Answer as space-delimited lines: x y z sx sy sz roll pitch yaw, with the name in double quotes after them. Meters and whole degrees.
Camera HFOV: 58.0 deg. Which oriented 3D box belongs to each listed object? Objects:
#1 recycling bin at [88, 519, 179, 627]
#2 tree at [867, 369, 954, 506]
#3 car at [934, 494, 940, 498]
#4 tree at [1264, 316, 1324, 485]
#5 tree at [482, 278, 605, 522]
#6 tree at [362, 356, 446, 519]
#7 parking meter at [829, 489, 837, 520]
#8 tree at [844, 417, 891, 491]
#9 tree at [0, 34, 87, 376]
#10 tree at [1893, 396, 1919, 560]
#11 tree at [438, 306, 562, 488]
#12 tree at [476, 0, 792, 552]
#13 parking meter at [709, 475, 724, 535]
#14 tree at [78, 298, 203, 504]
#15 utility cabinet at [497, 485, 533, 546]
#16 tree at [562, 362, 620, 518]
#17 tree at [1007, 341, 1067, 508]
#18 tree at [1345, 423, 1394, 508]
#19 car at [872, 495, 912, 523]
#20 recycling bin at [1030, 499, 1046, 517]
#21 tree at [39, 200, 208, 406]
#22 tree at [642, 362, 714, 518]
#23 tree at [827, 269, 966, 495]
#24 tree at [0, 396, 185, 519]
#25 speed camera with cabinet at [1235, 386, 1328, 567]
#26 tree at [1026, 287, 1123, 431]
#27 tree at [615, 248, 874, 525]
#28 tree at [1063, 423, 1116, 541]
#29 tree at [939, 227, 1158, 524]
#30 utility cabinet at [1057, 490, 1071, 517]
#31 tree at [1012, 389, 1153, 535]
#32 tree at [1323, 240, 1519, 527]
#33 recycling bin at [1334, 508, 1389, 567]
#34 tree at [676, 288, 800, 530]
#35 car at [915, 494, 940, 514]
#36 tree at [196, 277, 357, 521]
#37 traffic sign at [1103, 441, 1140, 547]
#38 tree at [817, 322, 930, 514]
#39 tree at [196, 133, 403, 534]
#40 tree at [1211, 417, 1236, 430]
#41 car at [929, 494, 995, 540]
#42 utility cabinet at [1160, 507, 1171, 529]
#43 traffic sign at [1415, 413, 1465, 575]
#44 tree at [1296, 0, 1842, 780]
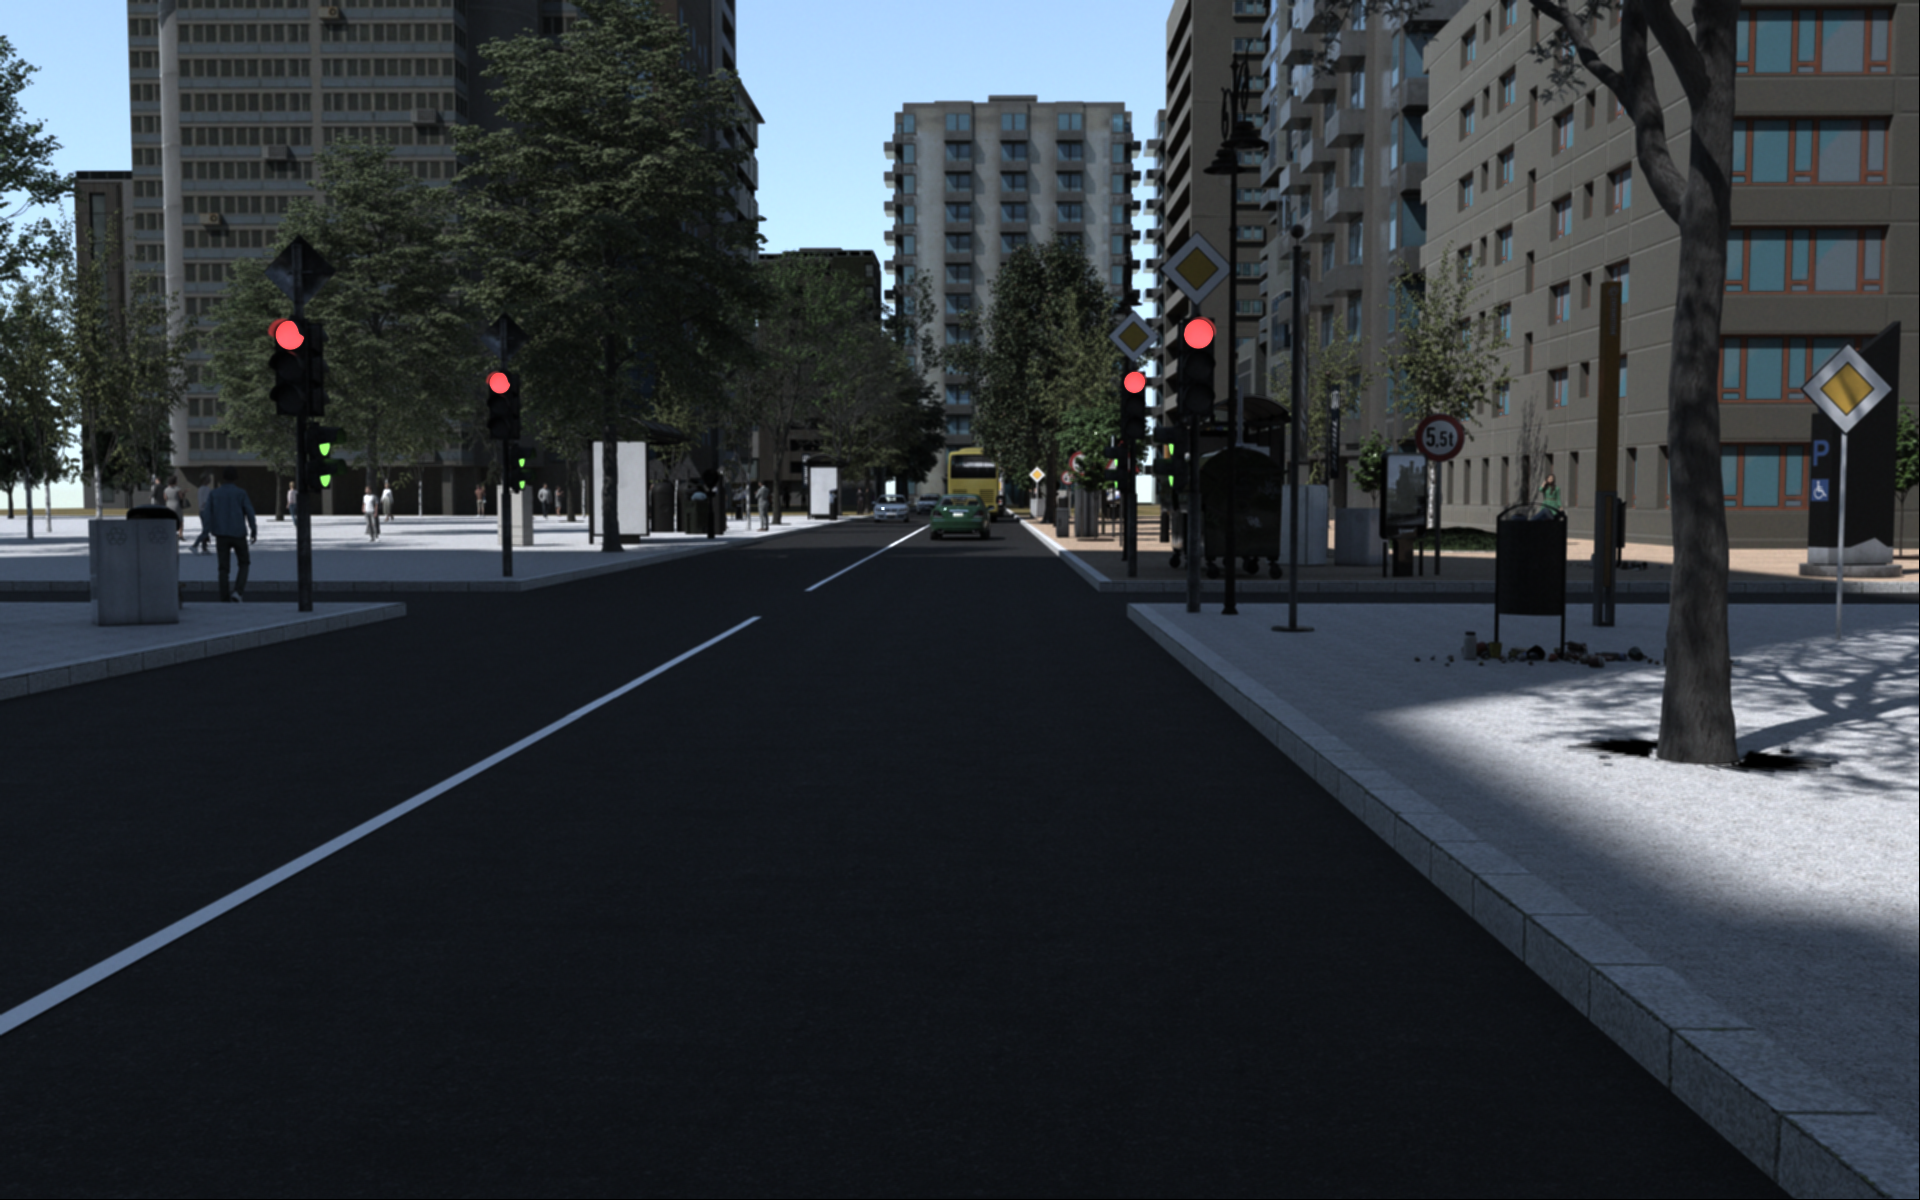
-8.213 -0.285 17.213 0.722 1.027 0.722 -2 4 -32 "recycling bin"
-5.270 -16.057 169.183 9.857 13.997 8.962 0 3 0 "tree"
-2.490 -9.089 157.408 1.959 1.807 4.718 0 4 -1 "car"
14.400 -7.244 68.807 4.737 8.622 4.395 0 3 0 "tree"
-18.038 -9.403 79.500 9.928 11.665 9.643 0 3 0 "tree"
-29.977 -8.595 90.889 4.737 8.622 4.395 0 3 0 "tree"
-6.173 -4.647 84.383 0.372 1.533 0.369 0 3 0 "parking meter"
-6.527 -10.530 122.533 4.360 8.622 3.978 0 3 0 "tree"
-22.396 -6.758 36.251 9.928 11.665 9.643 0 3 0 "tree"
18.547 -2.430 34.338 1.663 3.219 1.824 0 3 0 "tree"
-17.296 -6.980 64.491 4.360 8.622 3.978 0 3 0 "tree"
-7.584 -7.319 37.789 7.486 12.596 7.792 0 3 0 "tree"
-7.622 -2.964 54.178 0.399 1.863 0.255 2 4 24 "parking meter"
-30.278 -6.975 64.406 4.360 8.622 3.978 0 3 0 "tree"
-10.998 -2.090 42.851 1.173 1.500 0.318 3 5 45 "utility cabinet"
-20.254 -8.768 93.720 4.360 8.622 3.978 0 3 0 "tree"
5.148 -12.460 121.845 7.486 12.596 7.792 0 3 0 "tree"
11.212 -3.223 47.300 1.663 3.219 1.824 0 3 0 "tree"
-3.454 -4.638 87.838 2.014 1.417 4.499 0 4 -1 "car"
4.383 -5.126 96.356 0.722 1.027 0.722 -2 4 -28 "recycling bin"
-21.859 -5.742 44.250 4.737 8.622 4.395 0 3 0 "tree"
-15.008 -8.629 91.441 4.737 8.622 4.395 0 3 0 "tree"
-5.244 -17.693 145.163 12.611 20.169 13.585 0 3 0 "tree"
-51.773 -7.939 92.716 11.467 7.101 20.602 1 4 12 "tree"
5.700 -2.264 31.352 0.660 3.252 2.038 -3 4 -38 "speed camera with cabinet"
4.421 -6.768 61.023 4.737 8.622 4.395 0 3 0 "tree"
-7.511 -8.959 72.242 9.928 11.665 9.643 0 3 0 "tree"
3.591 -3.226 47.353 1.663 3.219 1.824 0 3 0 "tree"
3.928 -9.664 75.019 9.611 12.733 9.660 0 3 0 "tree"
5.788 -5.372 96.508 0.318 1.500 1.173 -2 4 -23 "utility cabinet"
4.555 -4.322 54.381 4.285 4.588 4.351 0 3 0 "tree"
14.163 -6.175 51.330 4.737 8.622 4.395 0 3 0 "tree"
7.204 -1.131 31.049 0.722 1.027 0.722 -3 5 -43 "recycling bin"
-7.768 -6.801 61.560 4.360 8.622 3.978 0 3 0 "tree"
-2.184 -6.848 123.960 2.014 1.417 4.499 0 4 0 "car"
-32.052 -9.524 81.480 9.928 11.665 9.643 0 3 0 "tree"
3.932 -2.582 42.217 0.884 2.594 0.081 0 4 3 "traffic sign"
-5.718 -11.981 114.017 7.486 12.596 7.792 0 3 0 "tree"
-18.626 -8.396 55.407 7.486 12.596 7.792 0 3 0 "tree"
11.038 -5.529 74.113 4.285 4.588 4.351 0 3 0 "tree"
0.029 -2.661 55.306 2.131 1.459 4.920 0 4 2 "car"
7.831 -3.283 62.363 1.173 1.500 0.318 1 4 18 "utility cabinet"
7.562 -1.668 27.370 0.768 2.556 0.104 1 4 9 "traffic sign"
3.489 -5.978 8.111 12.009 13.543 11.850 0 3 0 "tree"
